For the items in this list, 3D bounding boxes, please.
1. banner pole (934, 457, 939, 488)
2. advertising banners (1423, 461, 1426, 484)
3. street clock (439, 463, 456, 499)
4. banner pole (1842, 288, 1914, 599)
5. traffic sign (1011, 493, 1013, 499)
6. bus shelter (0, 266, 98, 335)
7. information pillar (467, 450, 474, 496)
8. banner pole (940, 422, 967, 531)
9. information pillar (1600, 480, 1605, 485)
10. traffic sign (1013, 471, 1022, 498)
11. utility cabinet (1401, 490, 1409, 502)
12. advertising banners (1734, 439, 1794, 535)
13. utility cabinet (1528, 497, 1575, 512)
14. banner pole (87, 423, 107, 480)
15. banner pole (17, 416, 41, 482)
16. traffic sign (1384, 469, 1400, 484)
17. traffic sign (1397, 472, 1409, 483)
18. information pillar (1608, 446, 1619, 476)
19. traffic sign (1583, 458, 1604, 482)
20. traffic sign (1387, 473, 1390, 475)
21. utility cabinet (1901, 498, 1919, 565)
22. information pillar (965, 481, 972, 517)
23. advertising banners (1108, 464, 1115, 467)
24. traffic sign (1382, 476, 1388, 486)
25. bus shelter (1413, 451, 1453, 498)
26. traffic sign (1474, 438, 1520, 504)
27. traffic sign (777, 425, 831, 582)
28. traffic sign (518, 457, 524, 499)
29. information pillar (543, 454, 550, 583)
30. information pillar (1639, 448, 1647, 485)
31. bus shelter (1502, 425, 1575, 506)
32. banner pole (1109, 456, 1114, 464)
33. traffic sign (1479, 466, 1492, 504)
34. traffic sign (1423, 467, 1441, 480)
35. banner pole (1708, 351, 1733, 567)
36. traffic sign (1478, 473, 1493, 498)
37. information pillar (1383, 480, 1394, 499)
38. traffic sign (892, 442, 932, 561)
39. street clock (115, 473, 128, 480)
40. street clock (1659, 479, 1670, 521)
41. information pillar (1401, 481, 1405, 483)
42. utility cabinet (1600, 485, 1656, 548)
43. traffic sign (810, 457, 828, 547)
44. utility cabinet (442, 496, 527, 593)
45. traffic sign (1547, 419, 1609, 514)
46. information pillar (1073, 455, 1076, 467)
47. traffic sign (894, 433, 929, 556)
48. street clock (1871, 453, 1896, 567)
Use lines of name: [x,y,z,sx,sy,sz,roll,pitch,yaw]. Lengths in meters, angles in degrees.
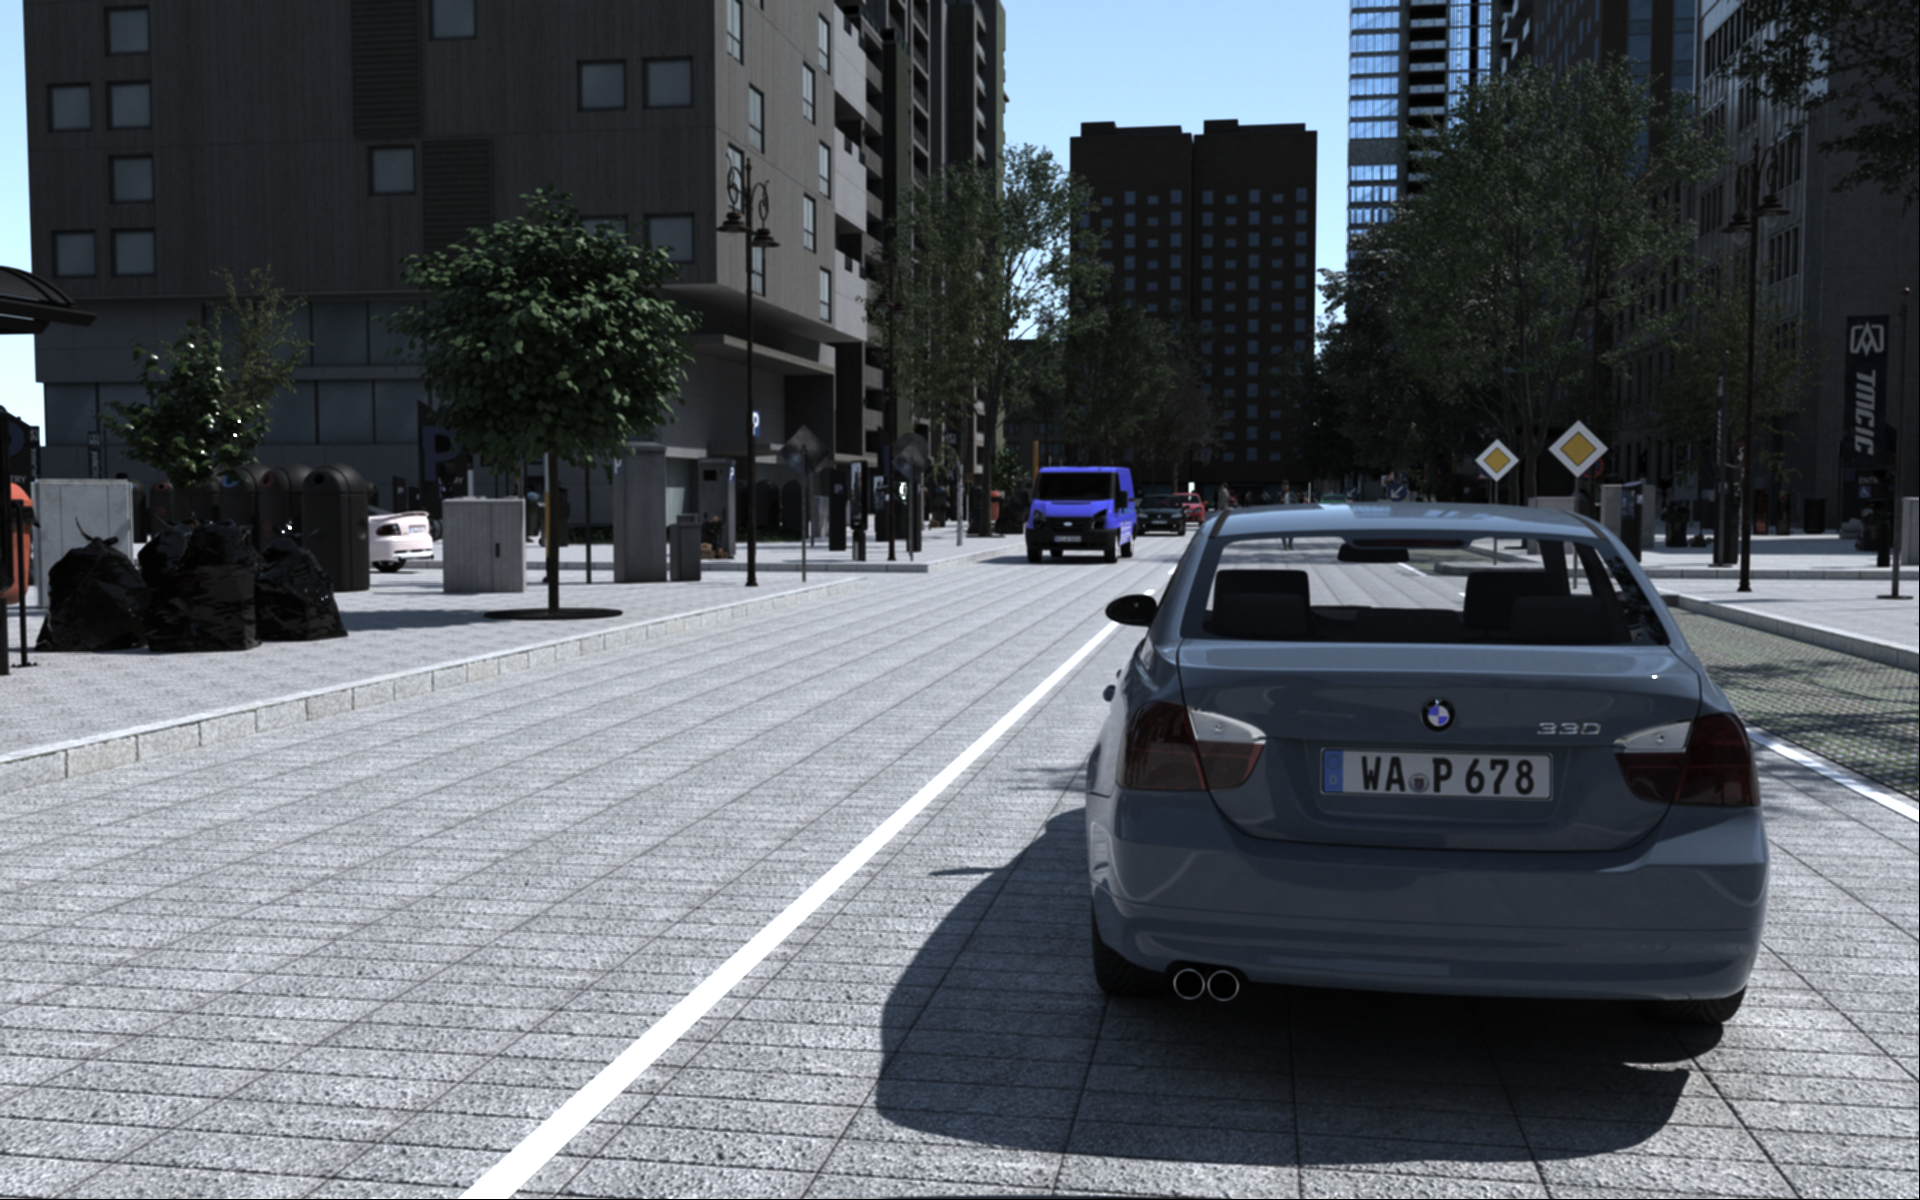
banner pole: [-1.283,-6.835,101.766,0.401,3.779,0.863,-3,5,-41]
advertising banners: [23.080,-5.329,83.318,2.074,3.025,0.090,-1,4,-17]
street clock: [-11.958,-2.194,40.448,0.358,2.002,0.471,-3,4,-36]
banner pole: [11.278,-1.911,21.262,0.863,3.779,0.401,2,4,28]
traffic sign: [2.516,-5.117,83.767,0.768,2.556,0.104,1,4,10]
bus shelter: [-9.065,-1.153,12.781,2.014,3.302,5.546,1,4,10]
information pillar: [-16.764,-4.128,58.847,0.504,3.616,0.183,0,4,4]
banner pole: [-0.171,-4.278,59.957,0.863,3.779,0.401,-1,4,-18]
information pillar: [33.092,-5.175,89.098,0.304,2.012,0.304,0,4,-1]
traffic sign: [2.565,-5.035,82.430,0.768,2.556,0.104,1,4,19]
utility cabinet: [22.951,-4.950,89.618,0.318,1.500,1.173,2,4,30]
advertising banners: [25.192,-3.557,54.344,0.090,3.025,2.074,-2,4,-31]
utility cabinet: [12.519,-1.563,36.715,1.020,1.237,0.306,-1,4,-23]
banner pole: [-30.187,-4.328,60.775,0.863,3.779,0.401,0,4,5]
banner pole: [-30.052,-4.027,55.861,0.863,3.779,0.401,0,4,-5]
traffic sign: [22.862,-5.604,91.623,0.884,2.594,0.081,1,4,13]
traffic sign: [24.954,-5.980,97.877,0.768,2.556,0.104,1,4,17]
information pillar: [31.698,-5.672,84.091,0.504,3.616,0.183,3,4,37]
traffic sign: [19.868,-3.333,54.598,0.768,2.556,0.104,1,4,13]
traffic sign: [26.136,-6.412,104.948,0.768,2.556,0.104,1,4,15]
utility cabinet: [17.604,-1.233,31.317,1.020,1.237,0.306,0,4,-1]
information pillar: [0.482,-5.702,97.719,0.304,2.012,0.304,-3,5,-42]
advertising banners: [8.397,-6.519,102.773,0.090,3.025,2.074,-3,5,-42]
traffic sign: [23.388,-5.675,94.923,0.606,2.300,0.079,1,4,14]
bus shelter: [25.850,-6.336,94.873,1.731,3.624,6.357,1,4,10]
traffic sign: [9.666,-1.688,31.235,0.795,2.450,0.064,1,4,10]
traffic sign: [-2.271,-1.318,25.194,0.795,2.450,0.064,1,4,10]
traffic sign: [-6.487,-1.557,25.570,0.768,2.556,0.104,1,4,15]
information pillar: [-5.954,-2.058,25.003,0.183,3.616,0.504,-1,4,-15]
information pillar: [34.969,-5.953,88.682,0.183,3.616,0.504,-1,4,-18]
bus shelter: [20.391,-4.267,61.053,1.731,3.624,6.357,1,4,10]
banner pole: [9.100,-6.982,104.170,0.401,3.779,0.863,-1,4,-17]
traffic sign: [16.949,-3.377,55.316,0.768,2.556,0.104,1,4,18]
traffic sign: [21.155,-4.744,77.674,0.768,2.556,0.104,1,4,14]
banner pole: [13.439,-2.483,30.609,0.401,3.779,0.863,1,4,12]
traffic sign: [19.954,-4.010,65.567,0.884,2.594,0.081,1,4,13]
information pillar: [22.408,-5.245,90.241,0.304,2.012,0.304,-1,4,-22]
traffic sign: [-0.921,-1.800,33.065,0.795,2.450,0.064,1,4,10]
street clock: [-28.729,-3.354,59.415,0.471,2.002,0.358,3,5,39]
street clock: [33.511,-4.764,82.454,0.471,2.002,0.358,1,4,15]
information pillar: [24.539,-5.626,96.471,0.304,2.012,0.304,3,5,44]
utility cabinet: [15.690,-1.958,40.693,1.173,1.500,0.318,0,4,0]
traffic sign: [-3.606,-2.576,42.217,0.768,2.556,0.104,1,4,14]
utility cabinet: [-6.204,-0.699,22.598,1.020,1.237,0.306,0,4,-4]
traffic sign: [8.316,-1.206,23.364,0.795,2.450,0.064,1,4,10]
information pillar: [6.856,-6.864,103.585,0.183,3.616,0.504,1,4,19]
traffic sign: [-1.020,-2.191,35.922,0.768,2.556,0.104,1,4,11]
street clock: [16.262,-1.582,30.437,0.471,2.002,0.358,2,4,34]
